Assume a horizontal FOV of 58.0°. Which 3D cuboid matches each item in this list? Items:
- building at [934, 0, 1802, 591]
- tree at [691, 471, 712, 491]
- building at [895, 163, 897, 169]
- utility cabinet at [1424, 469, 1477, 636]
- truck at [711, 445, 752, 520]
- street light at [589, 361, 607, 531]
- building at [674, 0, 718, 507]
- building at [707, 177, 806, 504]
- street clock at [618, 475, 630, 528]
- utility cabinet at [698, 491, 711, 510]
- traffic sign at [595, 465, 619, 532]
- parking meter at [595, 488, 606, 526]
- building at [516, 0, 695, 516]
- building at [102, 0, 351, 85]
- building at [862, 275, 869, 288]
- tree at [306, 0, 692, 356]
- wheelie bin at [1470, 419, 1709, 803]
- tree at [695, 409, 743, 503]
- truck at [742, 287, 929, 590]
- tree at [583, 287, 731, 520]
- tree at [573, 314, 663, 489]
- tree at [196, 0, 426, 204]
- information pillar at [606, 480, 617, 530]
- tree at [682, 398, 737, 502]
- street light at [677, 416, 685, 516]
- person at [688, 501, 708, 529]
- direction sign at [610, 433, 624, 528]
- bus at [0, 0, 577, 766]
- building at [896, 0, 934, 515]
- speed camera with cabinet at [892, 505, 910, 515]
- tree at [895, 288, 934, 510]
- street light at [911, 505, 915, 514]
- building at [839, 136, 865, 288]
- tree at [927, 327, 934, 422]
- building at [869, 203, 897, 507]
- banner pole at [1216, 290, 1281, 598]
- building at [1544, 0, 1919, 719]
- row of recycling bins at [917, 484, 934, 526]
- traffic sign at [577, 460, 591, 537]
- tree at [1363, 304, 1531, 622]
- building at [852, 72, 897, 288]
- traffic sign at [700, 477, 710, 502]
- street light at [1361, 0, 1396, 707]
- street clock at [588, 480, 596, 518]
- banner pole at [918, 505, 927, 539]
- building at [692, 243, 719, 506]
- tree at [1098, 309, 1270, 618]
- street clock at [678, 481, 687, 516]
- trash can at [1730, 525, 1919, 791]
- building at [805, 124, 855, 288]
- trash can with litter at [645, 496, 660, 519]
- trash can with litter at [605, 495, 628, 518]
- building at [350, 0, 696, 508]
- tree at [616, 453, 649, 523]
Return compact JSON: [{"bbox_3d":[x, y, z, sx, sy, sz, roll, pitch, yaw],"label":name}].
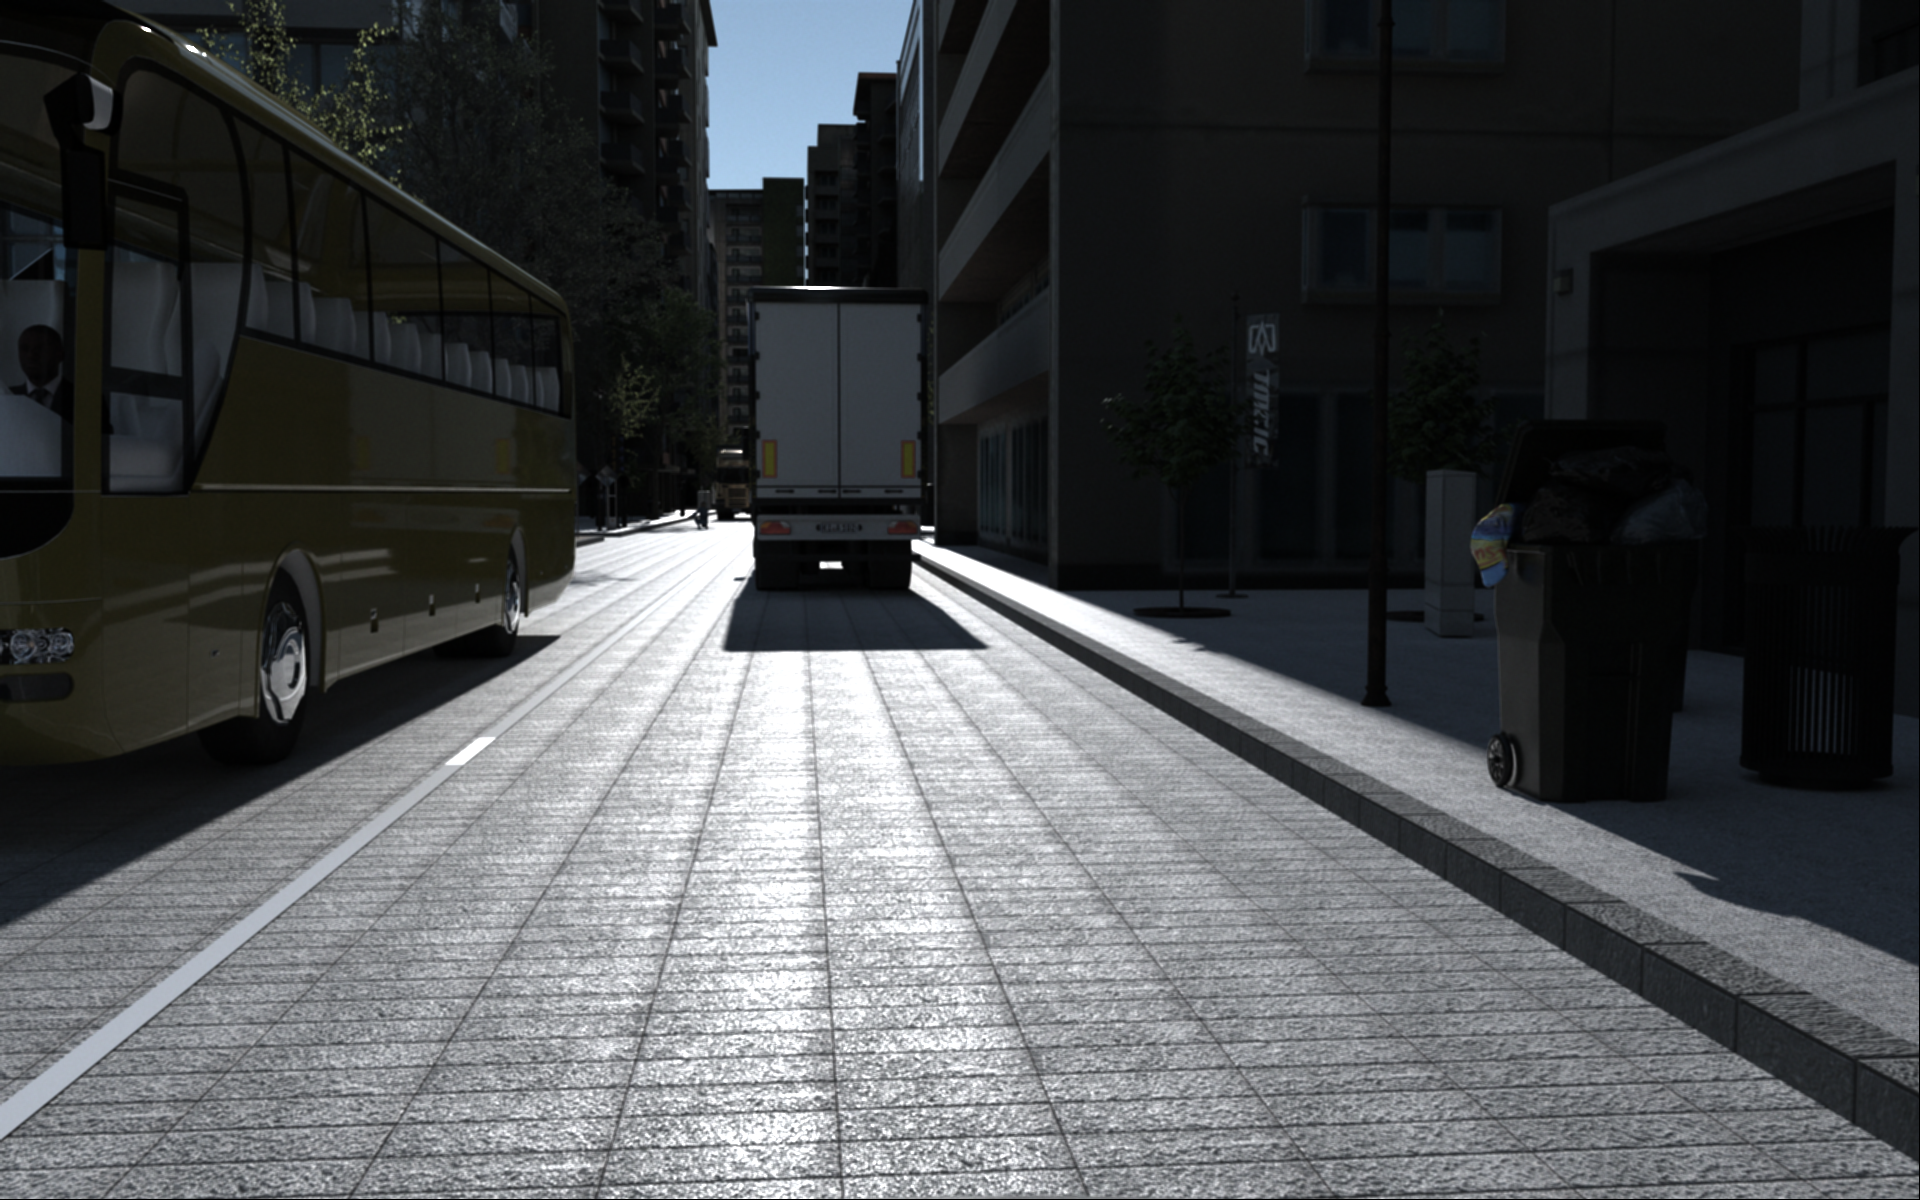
[{"bbox_3d":[10.925,-25.025,32.861,21.300,48.544,21.600,0,4,-5],"label":"building"},{"bbox_3d":[-20.351,-8.771,138.003,1.663,3.219,1.824,0,3,0],"label":"tree"},{"bbox_3d":[3.501,-19.593,107.729,14.401,28.519,23.554,0,4,-5],"label":"building"},{"bbox_3d":[4.512,-0.443,15.928,0.318,1.500,1.173,1,4,8],"label":"utility cabinet"},{"bbox_3d":[-12.730,-6.820,100.416,2.839,4.237,11.283,0,4,-5],"label":"truck"},{"bbox_3d":[-12.594,-5.359,60.399,0.468,5.910,1.993,0,4,-5],"label":"street light"},{"bbox_3d":[-39.492,-35.902,176.230,28.713,52.752,27.495,0,4,-5],"label":"building"},{"bbox_3d":[-27.126,-33.170,225.916,14.086,41.232,14.154,0,4,-5],"label":"building"},{"bbox_3d":[-12.871,-3.779,66.362,0.471,2.002,0.358,0,4,-8],"label":"street clock"},{"bbox_3d":[-19.819,-7.671,134.100,1.173,1.500,0.318,3,5,39],"label":"utility cabinet"},{"bbox_3d":[-12.057,-3.399,59.210,0.795,2.450,0.064,0,4,-5],"label":"traffic sign"},{"bbox_3d":[-14.317,-3.701,68.929,0.372,1.533,0.369,0,3,0],"label":"parking meter"},{"bbox_3d":[-28.781,-27.917,111.069,22.147,44.769,28.867,0,4,-5],"label":"building"},{"bbox_3d":[-30.511,-27.732,73.025,23.786,49.044,30.456,0,4,-5],"label":"building"},{"bbox_3d":[5.016,-18.788,152.228,27.650,21.520,28.899,0,4,-5],"label":"building"},{"bbox_3d":[-11.683,-8.009,41.312,12.009,13.543,11.850,0,3,0],"label":"tree"},{"bbox_3d":[2.707,0.032,7.388,0.980,1.594,0.693,0,4,-4],"label":"wheelie bin"},{"bbox_3d":[-20.984,-12.250,150.644,4.360,8.622,3.978,0,3,0],"label":"tree"},{"bbox_3d":[-2.285,-2.460,29.134,2.839,4.237,11.283,0,4,-7],"label":"truck"},{"bbox_3d":[-14.928,-9.765,85.412,9.928,11.665,9.643,0,3,0],"label":"tree"},{"bbox_3d":[-14.544,-7.352,70.560,4.360,8.622,3.978,0,3,0],"label":"tree"},{"bbox_3d":[-9.409,-4.564,24.991,4.360,8.622,3.978,0,3,0],"label":"tree"},{"bbox_3d":[-12.535,-3.533,62.258,0.304,2.012,0.304,-2,4,-26],"label":"information pillar"},{"bbox_3d":[-19.251,-11.014,130.441,4.737,8.622,4.395,0,3,0],"label":"tree"},{"bbox_3d":[-16.298,-7.846,101.068,0.468,5.910,1.993,0,4,-5],"label":"street light"},{"bbox_3d":[-10.617,-3.459,70.558,1.012,1.151,0.738,-2,4,-29],"label":"person"},{"bbox_3d":[-12.830,-4.457,64.874,0.379,3.537,0.876,1,4,23],"label":"direction sign"},{"bbox_3d":[-4.983,-1.272,12.346,2.896,3.916,12.252,0,4,-3],"label":"bus"},{"bbox_3d":[3.454,-16.386,85.937,12.078,24.808,19.932,0,4,-5],"label":"building"},{"bbox_3d":[-2.782,-5.359,81.953,0.660,3.252,2.038,-1,4,-14],"label":"speed camera with cabinet"},{"bbox_3d":[-2.273,-6.868,62.649,4.360,8.622,3.978,0,3,0],"label":"tree"},{"bbox_3d":[-1.386,-4.791,51.120,0.468,5.910,1.993,0,4,-5],"label":"street light"},{"bbox_3d":[-7.032,-31.668,201.372,14.154,41.232,14.086,0,4,-5],"label":"building"},{"bbox_3d":[-2.521,-7.251,68.924,4.737,8.622,4.395,0,3,0],"label":"tree"},{"bbox_3d":[-0.231,-18.240,127.898,12.332,23.373,15.834,0,4,-5],"label":"building"},{"bbox_3d":[3.553,-1.909,21.224,0.863,3.779,0.401,3,5,40],"label":"banner pole"},{"bbox_3d":[16.114,-34.570,3.475,20.563,71.187,20.611,0,4,-5],"label":"building"},{"bbox_3d":[-1.267,-3.971,72.037,1.069,1.692,3.534,0,4,0],"label":"row of recycling bins"},{"bbox_3d":[-11.316,-2.912,51.259,0.795,2.450,0.064,0,4,-5],"label":"traffic sign"},{"bbox_3d":[4.980,-1.412,17.694,1.663,3.219,1.824,0,3,0],"label":"tree"},{"bbox_3d":[0.091,-32.136,180.055,22.147,44.769,28.867,0,4,-5],"label":"building"},{"bbox_3d":[-18.470,-7.669,125.500,0.768,2.556,0.104,0,4,2],"label":"traffic sign"},{"bbox_3d":[2.529,-2.297,10.345,0.468,5.910,1.993,0,4,-5],"label":"street light"},{"bbox_3d":[-19.436,-5.318,91.511,0.358,2.002,0.471,-2,4,-32],"label":"street clock"},{"bbox_3d":[-1.125,-3.602,48.917,0.401,3.779,0.863,0,4,-5],"label":"banner pole"},{"bbox_3d":[-34.923,-26.179,199.734,14.107,30.474,14.160,0,4,-5],"label":"building"},{"bbox_3d":[2.229,-1.452,18.349,1.663,3.219,1.824,0,3,0],"label":"tree"},{"bbox_3d":[-15.888,-5.790,99.240,0.471,2.002,0.358,2,4,28],"label":"street clock"},{"bbox_3d":[3.805,0.243,7.677,0.748,1.137,0.748,0,3,0],"label":"trash can"},{"bbox_3d":[-9.686,-37.134,230.840,21.600,48.544,21.300,0,4,-5],"label":"building"},{"bbox_3d":[-15.530,-4.653,87.461,0.624,1.170,1.055,0,4,1],"label":"trash can with litter"},{"bbox_3d":[-19.071,-5.123,94.813,2.233,1.210,1.678,0,4,-3],"label":"trash can with litter"},{"bbox_3d":[-35.164,-32.261,147.075,23.786,49.044,30.456,0,4,-5],"label":"building"},{"bbox_3d":[-14.722,-5.099,77.976,1.663,3.219,1.824,0,3,0],"label":"tree"}]
